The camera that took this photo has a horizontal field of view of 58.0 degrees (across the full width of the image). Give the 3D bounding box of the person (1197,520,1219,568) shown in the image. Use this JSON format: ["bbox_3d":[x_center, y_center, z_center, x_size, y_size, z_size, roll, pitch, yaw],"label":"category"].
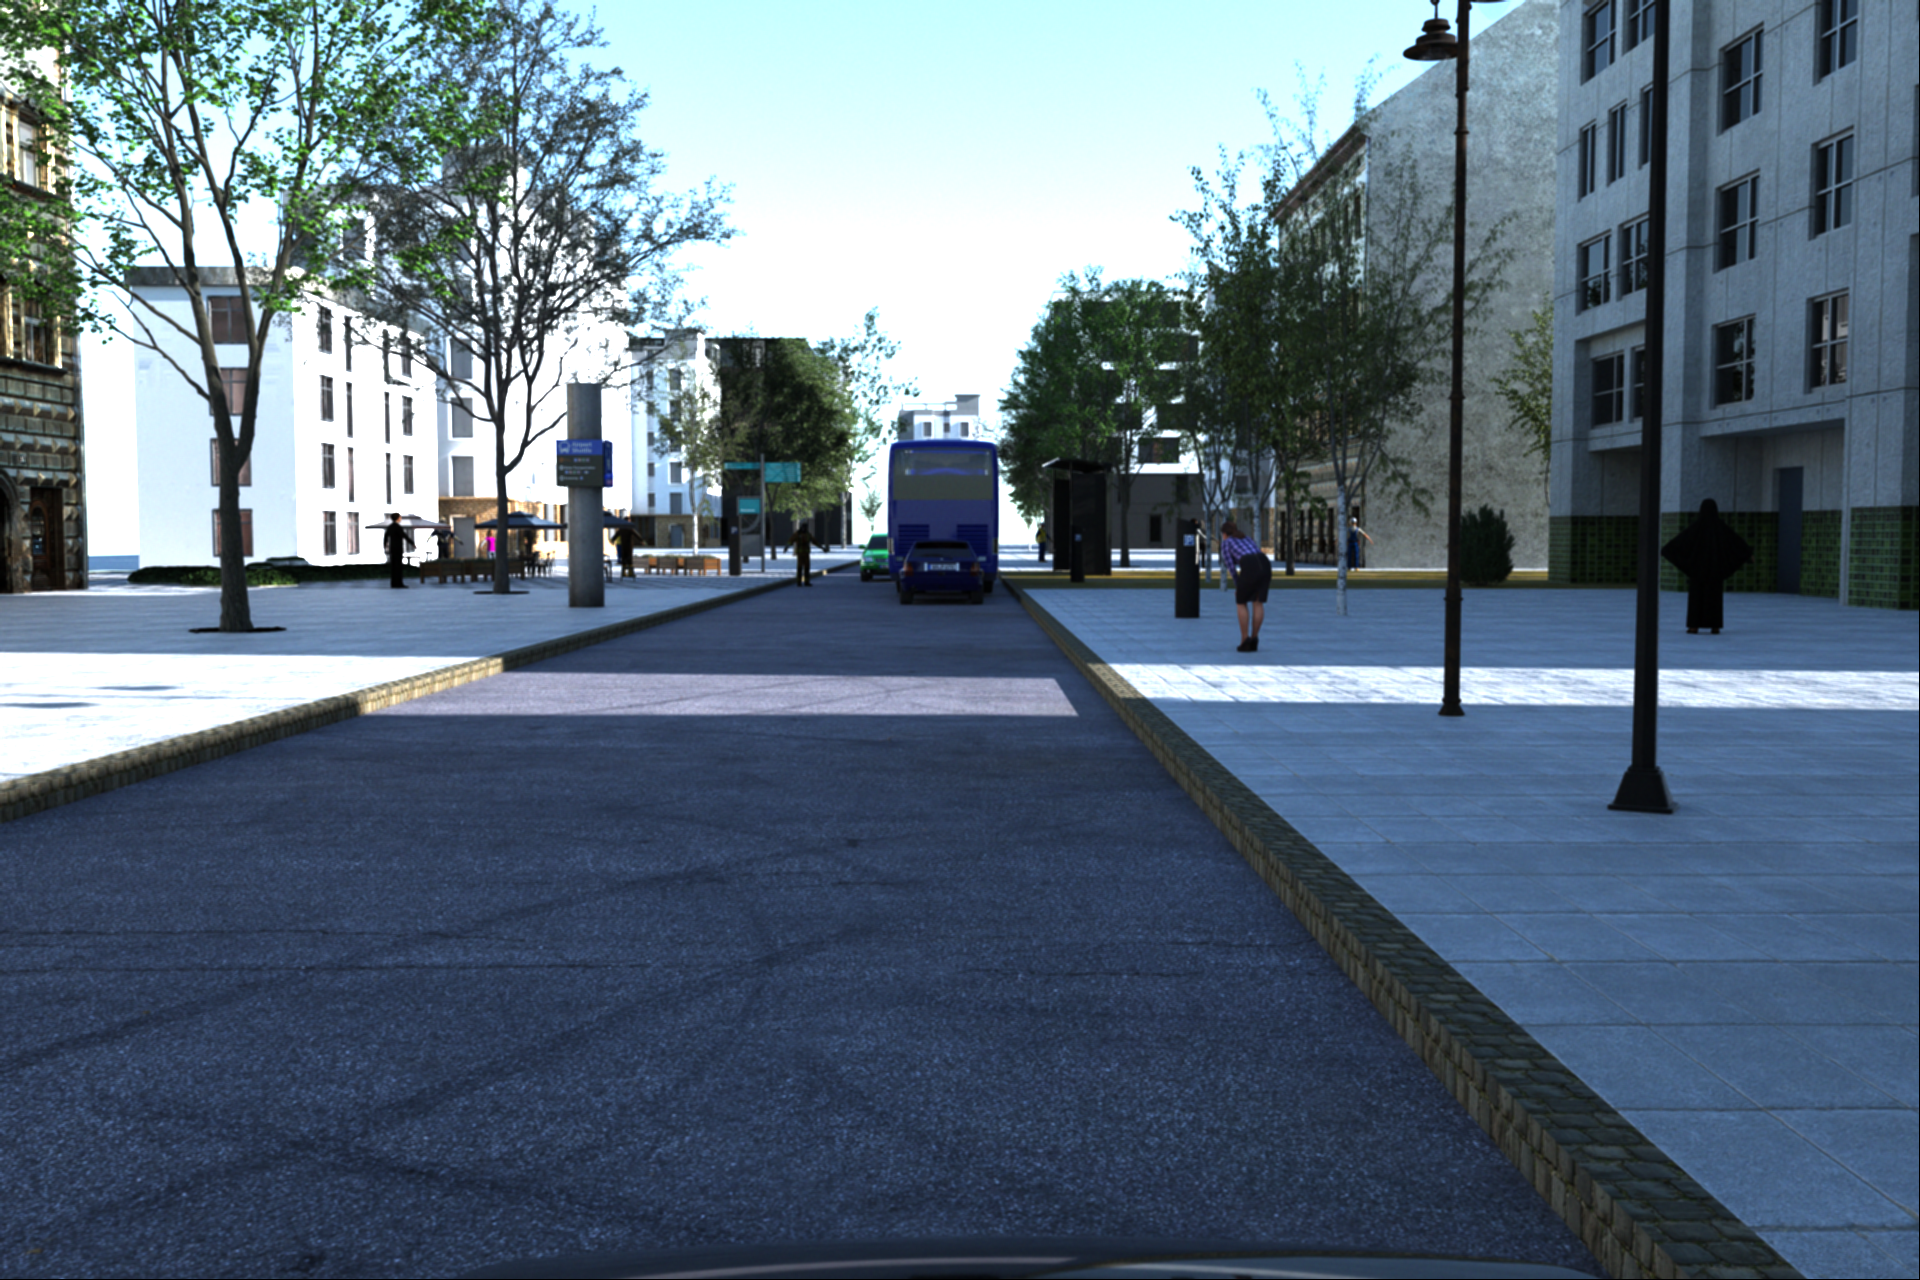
[{"bbox_3d":[9.081,-3.614,65.224,1.348,1.813,0.705,2,4,27],"label":"person"}]

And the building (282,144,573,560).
[{"bbox_3d":[-26.878,-14.007,85.433,16.016,20.090,11.380,0,4,0],"label":"building"}]

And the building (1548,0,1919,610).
[{"bbox_3d":[24.178,-10.019,30.265,16.747,18.905,31.486,0,3,0],"label":"building"}]

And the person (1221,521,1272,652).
[{"bbox_3d":[3.095,-0.592,18.950,0.421,1.427,0.697,-2,4,-29],"label":"person"}]

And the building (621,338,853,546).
[{"bbox_3d":[-26.932,-21.567,196.595,27.936,21.610,32.646,0,4,-1],"label":"building"}]

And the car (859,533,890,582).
[{"bbox_3d":[-2.129,-2.745,53.680,1.959,1.807,4.718,0,3,0],"label":"car"}]

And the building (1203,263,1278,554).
[{"bbox_3d":[22.419,-16.241,121.967,16.016,20.090,11.380,0,4,0],"label":"building"}]

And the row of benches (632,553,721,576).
[{"bbox_3d":[-8.909,-2.378,54.336,1.422,0.672,4.104,-3,5,-45],"label":"row of benches"}]

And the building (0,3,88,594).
[{"bbox_3d":[-29.450,-12.202,30.428,19.493,23.208,18.063,0,4,0],"label":"building"}]

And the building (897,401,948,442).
[{"bbox_3d":[-8.285,-23.173,237.748,11.380,20.090,16.016,0,4,4],"label":"building"}]

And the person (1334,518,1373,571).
[{"bbox_3d":[13.746,-3.345,60.544,1.347,1.847,0.705,1,4,12],"label":"person"}]

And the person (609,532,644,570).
[{"bbox_3d":[-11.843,-3.391,61.707,1.348,1.796,0.705,1,4,15],"label":"person"}]

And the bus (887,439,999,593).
[{"bbox_3d":[-0.368,-3.274,45.077,2.896,3.916,12.251,0,3,0],"label":"bus"}]

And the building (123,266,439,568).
[{"bbox_3d":[-25.436,-7.723,68.422,9.099,9.664,28.070,0,4,0],"label":"building"}]

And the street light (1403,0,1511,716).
[{"bbox_3d":[3.483,-2.404,12.097,0.468,5.910,1.993,0,4,0],"label":"street light"}]

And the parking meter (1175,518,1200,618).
[{"bbox_3d":[3.489,-1.109,26.548,0.372,1.533,0.369,0,3,0],"label":"parking meter"}]

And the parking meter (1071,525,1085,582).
[{"bbox_3d":[3.133,-2.306,46.113,0.372,1.533,0.369,0,3,0],"label":"parking meter"}]

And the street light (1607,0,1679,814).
[{"bbox_3d":[3.741,-2.164,7.927,1.470,5.913,1.316,0,4,0],"label":"street light"}]

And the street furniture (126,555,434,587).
[{"bbox_3d":[-18.313,-1.908,46.824,5.734,0.657,10.072,1,4,11],"label":"street furniture"}]

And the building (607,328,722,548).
[{"bbox_3d":[-28.897,-18.584,160.263,16.016,20.090,11.380,0,4,1],"label":"building"}]

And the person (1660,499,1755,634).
[{"bbox_3d":[9.594,-0.949,22.301,1.214,1.737,0.721,1,4,9],"label":"person"}]

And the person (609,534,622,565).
[{"bbox_3d":[-14.296,-4.039,72.497,0.721,1.772,1.216,2,4,25],"label":"person"}]

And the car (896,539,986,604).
[{"bbox_3d":[-0.398,-1.475,36.693,1.945,1.354,3.894,0,4,-1],"label":"car"}]

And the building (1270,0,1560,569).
[{"bbox_3d":[24.219,-14.786,72.674,19.493,23.208,18.063,0,3,0],"label":"building"}]

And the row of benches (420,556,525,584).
[{"bbox_3d":[-13.090,-1.898,46.490,1.422,0.672,4.104,1,4,18],"label":"row of benches"}]

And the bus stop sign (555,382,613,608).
[{"bbox_3d":[-6.577,-2.531,30.400,0.837,3.901,0.837,0,4,-1],"label":"bus stop sign"}]

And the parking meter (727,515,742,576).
[{"bbox_3d":[-6.957,-2.919,53.445,0.399,1.863,0.255,0,4,2],"label":"parking meter"}]

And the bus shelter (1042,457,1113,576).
[{"bbox_3d":[3.779,-3.963,56.082,1.731,3.624,6.357,0,4,-2],"label":"bus shelter"}]

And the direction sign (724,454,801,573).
[{"bbox_3d":[-6.560,-4.246,58.184,2.525,3.948,1.411,0,4,0],"label":"direction sign"}]

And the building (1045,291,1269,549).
[{"bbox_3d":[21.777,-19.450,161.989,27.936,21.610,32.646,0,3,0],"label":"building"}]

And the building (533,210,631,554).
[{"bbox_3d":[-27.008,-15.043,102.373,16.016,20.090,11.380,0,4,1],"label":"building"}]

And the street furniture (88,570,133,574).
[{"bbox_3d":[-29.473,-2.441,46.770,9.812,1.723,11.010,2,4,32],"label":"street furniture"}]

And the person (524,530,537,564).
[{"bbox_3d":[-16.828,-3.777,67.695,0.705,1.837,1.347,0,4,4],"label":"person"}]
